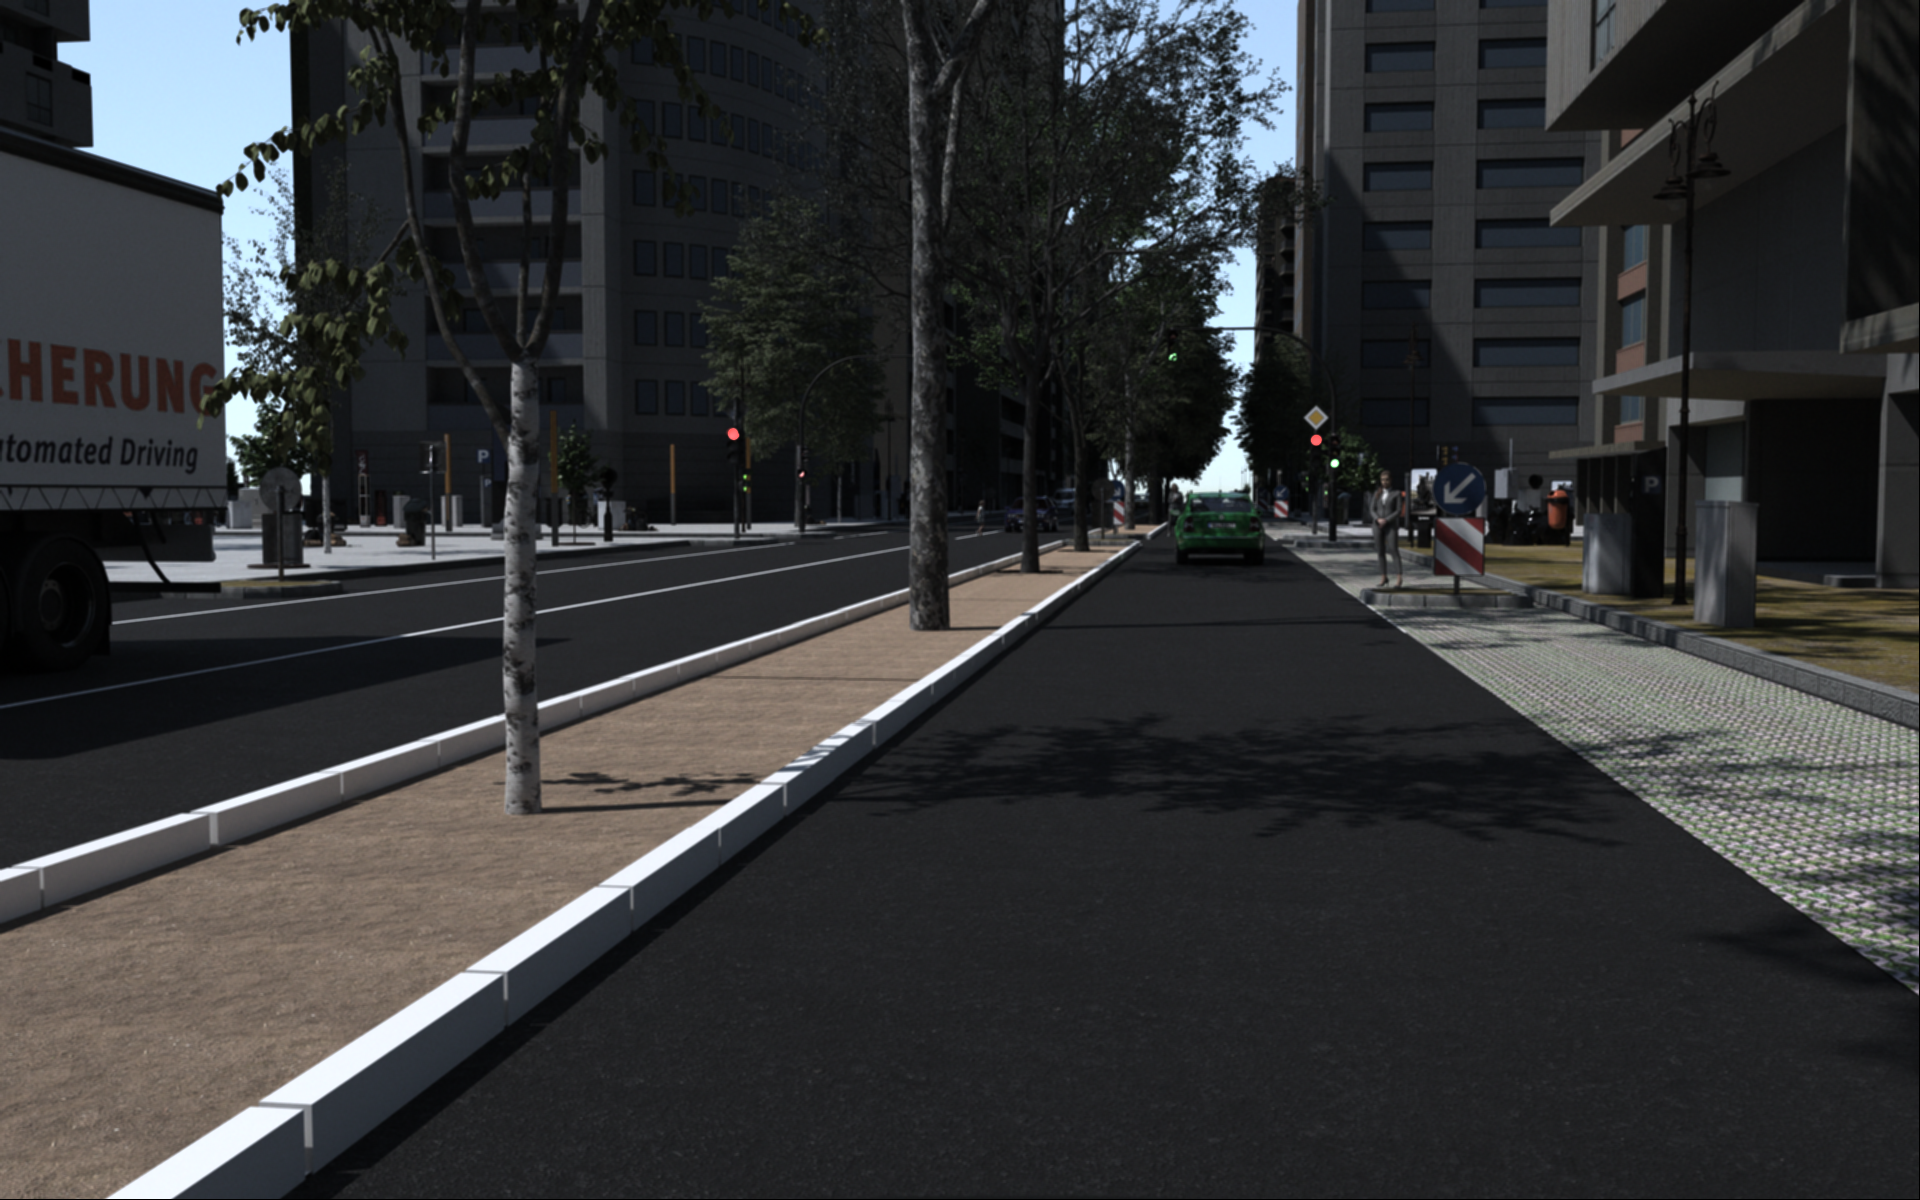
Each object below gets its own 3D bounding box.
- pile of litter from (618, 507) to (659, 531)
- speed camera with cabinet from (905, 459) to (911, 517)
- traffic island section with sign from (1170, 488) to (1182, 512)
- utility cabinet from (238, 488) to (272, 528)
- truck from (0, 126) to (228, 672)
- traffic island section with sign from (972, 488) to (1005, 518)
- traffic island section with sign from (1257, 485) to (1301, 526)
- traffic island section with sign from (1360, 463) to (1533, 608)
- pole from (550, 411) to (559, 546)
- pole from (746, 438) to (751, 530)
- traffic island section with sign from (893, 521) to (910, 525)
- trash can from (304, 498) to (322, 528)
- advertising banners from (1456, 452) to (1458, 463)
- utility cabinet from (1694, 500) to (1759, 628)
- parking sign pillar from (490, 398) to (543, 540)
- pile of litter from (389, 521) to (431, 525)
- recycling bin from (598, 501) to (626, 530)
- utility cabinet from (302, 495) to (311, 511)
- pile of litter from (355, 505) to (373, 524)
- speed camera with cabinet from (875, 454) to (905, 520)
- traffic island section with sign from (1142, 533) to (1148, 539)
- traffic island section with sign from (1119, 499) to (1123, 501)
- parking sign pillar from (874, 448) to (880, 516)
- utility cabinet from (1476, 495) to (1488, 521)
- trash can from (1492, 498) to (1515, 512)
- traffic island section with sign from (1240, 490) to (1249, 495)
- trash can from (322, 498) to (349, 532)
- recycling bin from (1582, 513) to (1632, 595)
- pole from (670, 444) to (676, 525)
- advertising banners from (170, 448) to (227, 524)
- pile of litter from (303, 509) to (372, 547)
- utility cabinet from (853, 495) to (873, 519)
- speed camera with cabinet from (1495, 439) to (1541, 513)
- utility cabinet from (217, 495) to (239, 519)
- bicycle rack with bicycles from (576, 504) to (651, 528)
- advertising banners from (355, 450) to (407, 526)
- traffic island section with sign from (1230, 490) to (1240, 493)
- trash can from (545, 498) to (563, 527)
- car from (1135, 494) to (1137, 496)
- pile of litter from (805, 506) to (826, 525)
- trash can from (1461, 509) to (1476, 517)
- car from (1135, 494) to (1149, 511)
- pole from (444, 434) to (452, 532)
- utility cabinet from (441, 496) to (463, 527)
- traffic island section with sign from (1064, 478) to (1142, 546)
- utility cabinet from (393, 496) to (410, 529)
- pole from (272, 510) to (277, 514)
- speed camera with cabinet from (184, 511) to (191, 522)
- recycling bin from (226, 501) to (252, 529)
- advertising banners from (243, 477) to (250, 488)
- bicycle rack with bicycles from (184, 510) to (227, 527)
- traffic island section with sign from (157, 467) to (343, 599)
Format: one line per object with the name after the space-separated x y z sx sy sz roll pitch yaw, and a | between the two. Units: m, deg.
-11.262 -2.813 59.961 1.719 0.858 1.176 2 4 31 | pile of litter
-3.059 -6.254 96.584 0.660 3.252 2.038 3 4 38 | speed camera with cabinet
15.709 -7.447 129.895 2.006 1.907 1.989 1 4 8 | traffic island section with sign
-26.570 -3.464 65.310 1.173 1.500 0.318 0 4 7 | utility cabinet
-8.805 -1.339 10.805 2.839 4.237 11.283 0 4 8 | truck
1.868 -5.998 106.691 1.989 1.847 2.006 1 4 8 | traffic island section with sign
14.160 -4.191 77.147 1.989 1.847 2.006 1 4 8 | traffic island section with sign
6.294 -0.856 22.624 1.989 1.847 2.006 1 4 8 | traffic island section with sign
-9.933 -2.971 42.416 0.158 3.312 0.155 0 3 0 | pole
-7.641 -4.205 62.598 0.158 3.312 0.155 0 3 0 | pole
-1.975 -4.366 80.010 1.989 1.847 2.006 1 4 8 | traffic island section with sign
-24.529 -3.309 65.750 0.748 1.137 0.748 0 3 0 | trash can
20.628 -4.651 72.229 0.090 3.025 2.074 1 4 11 | advertising banners
7.560 -0.363 17.098 0.306 1.237 1.020 0 4 7 | utility cabinet
-12.472 -3.680 48.642 1.447 3.967 1.447 0 4 -7 | parking sign pillar
-23.089 -3.579 72.484 1.719 0.858 1.176 0 4 -5 | pile of litter
-12.429 -3.014 61.832 0.722 1.027 0.722 3 4 37 | recycling bin
-34.188 -4.910 91.446 1.020 1.237 0.306 1 4 18 | utility cabinet
-25.454 -3.606 72.917 1.176 0.858 1.719 3 4 39 | pile of litter
-3.590 -5.607 86.013 0.660 3.252 2.038 -2 4 -25 | speed camera with cabinet
5.000 -2.898 55.521 2.006 1.907 1.989 1 4 8 | traffic island section with sign
24.645 -15.664 264.733 1.989 1.847 2.006 1 4 8 | traffic island section with sign
-4.970 -6.919 101.601 1.447 3.967 1.447 -1 4 -10 | parking sign pillar
25.215 -4.438 83.729 0.306 1.237 1.020 2 4 31 | utility cabinet
19.071 -3.007 60.812 0.748 1.137 0.748 0 3 0 | trash can
17.997 -5.823 103.829 1.989 1.847 2.006 1 4 8 | traffic island section with sign
-21.319 -2.915 59.319 0.748 1.137 0.748 0 3 0 | trash can
8.459 -0.595 22.285 0.722 1.027 0.722 0 4 8 | recycling bin
-11.797 -4.733 71.228 0.158 3.312 0.155 0 3 0 | pole
-28.519 -4.196 64.798 2.074 3.025 0.090 -1 4 -22 | advertising banners
-15.573 -1.739 42.395 1.719 0.858 1.176 1 4 15 | pile of litter
-5.082 -4.883 91.006 1.020 1.237 0.306 -1 4 -19 | utility cabinet
20.121 -4.167 62.462 2.038 3.252 0.660 -3 4 -38 | speed camera with cabinet
-37.214 -4.703 88.056 1.020 1.237 0.306 0 4 5 | utility cabinet
-13.122 -3.215 65.955 2.925 0.926 2.852 -1 4 -16 | bicycle rack with bicycles
-23.091 -4.458 69.072 2.074 3.025 0.090 -3 5 -41 | advertising banners
25.144 -8.855 153.401 1.989 1.847 2.006 1 4 8 | traffic island section with sign
-15.745 -3.397 67.189 0.748 1.137 0.748 0 3 0 | trash can
20.382 -12.048 205.785 1.959 1.807 4.718 1 4 9 | car
-6.238 -3.594 72.720 1.176 0.858 1.719 -1 4 -17 | pile of litter
16.880 -2.819 57.747 0.748 1.137 0.748 0 3 0 | trash can
15.748 -8.490 149.037 2.015 1.641 3.980 1 4 10 | car
-17.393 -3.977 58.865 0.158 3.312 0.155 0 3 0 | pole
-19.932 -3.472 67.922 1.020 1.237 0.306 3 5 39 | utility cabinet
3.934 -2.450 48.190 2.006 1.907 1.989 1 4 8 | traffic island section with sign
-20.904 -3.286 64.893 0.306 1.237 1.020 0 4 2 | utility cabinet
-26.287 -4.434 66.340 0.158 3.312 0.155 0 3 0 | pole
-35.703 -5.296 80.926 0.660 3.252 2.038 0 4 1 | speed camera with cabinet
-26.620 -3.144 63.951 0.722 1.027 0.722 -3 5 -40 | recycling bin
-53.935 -8.356 132.810 2.074 3.025 0.090 -2 4 -32 | advertising banners
-28.681 -3.331 67.839 2.925 0.926 2.852 3 5 41 | bicycle rack with bicycles
-9.956 -0.980 24.645 1.989 1.847 2.006 1 4 8 | traffic island section with sign
